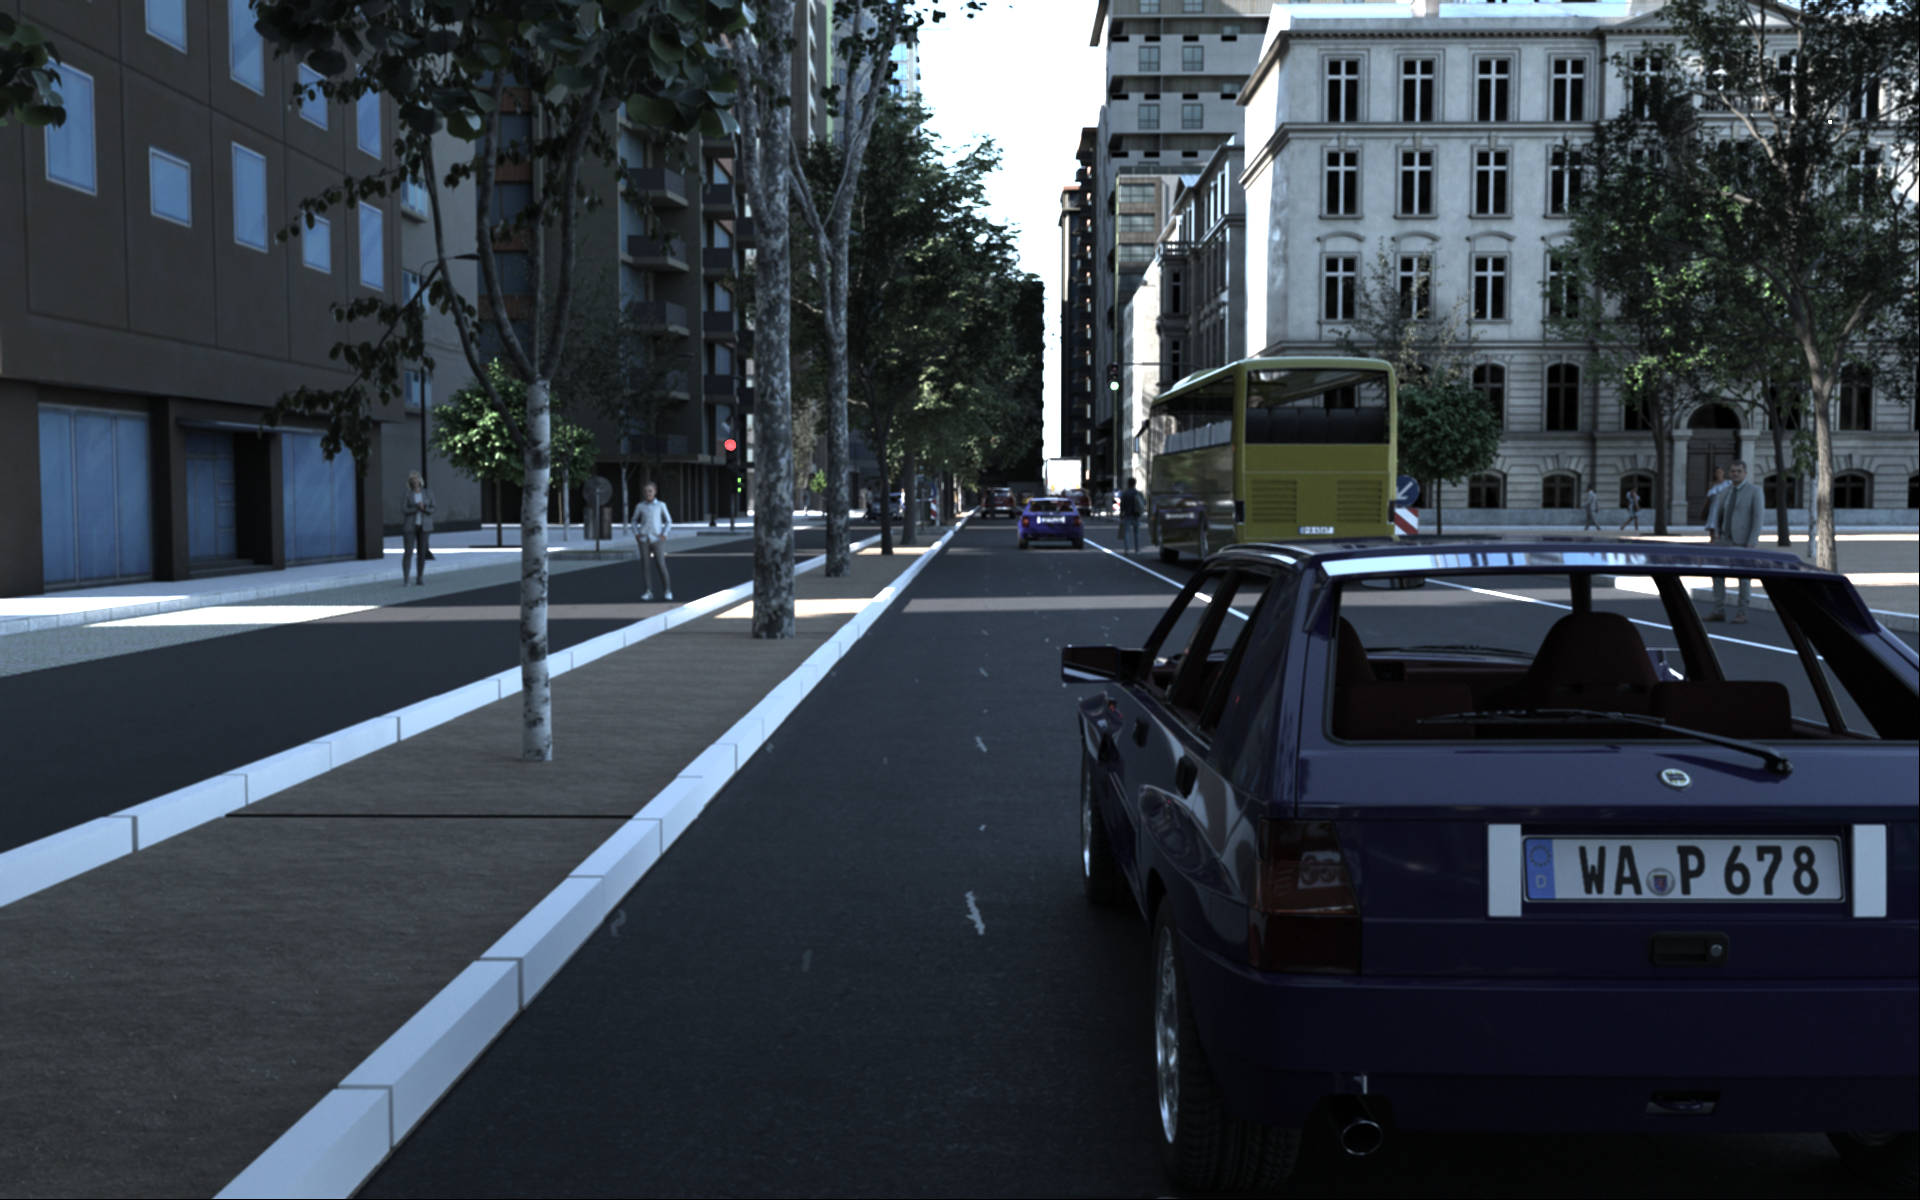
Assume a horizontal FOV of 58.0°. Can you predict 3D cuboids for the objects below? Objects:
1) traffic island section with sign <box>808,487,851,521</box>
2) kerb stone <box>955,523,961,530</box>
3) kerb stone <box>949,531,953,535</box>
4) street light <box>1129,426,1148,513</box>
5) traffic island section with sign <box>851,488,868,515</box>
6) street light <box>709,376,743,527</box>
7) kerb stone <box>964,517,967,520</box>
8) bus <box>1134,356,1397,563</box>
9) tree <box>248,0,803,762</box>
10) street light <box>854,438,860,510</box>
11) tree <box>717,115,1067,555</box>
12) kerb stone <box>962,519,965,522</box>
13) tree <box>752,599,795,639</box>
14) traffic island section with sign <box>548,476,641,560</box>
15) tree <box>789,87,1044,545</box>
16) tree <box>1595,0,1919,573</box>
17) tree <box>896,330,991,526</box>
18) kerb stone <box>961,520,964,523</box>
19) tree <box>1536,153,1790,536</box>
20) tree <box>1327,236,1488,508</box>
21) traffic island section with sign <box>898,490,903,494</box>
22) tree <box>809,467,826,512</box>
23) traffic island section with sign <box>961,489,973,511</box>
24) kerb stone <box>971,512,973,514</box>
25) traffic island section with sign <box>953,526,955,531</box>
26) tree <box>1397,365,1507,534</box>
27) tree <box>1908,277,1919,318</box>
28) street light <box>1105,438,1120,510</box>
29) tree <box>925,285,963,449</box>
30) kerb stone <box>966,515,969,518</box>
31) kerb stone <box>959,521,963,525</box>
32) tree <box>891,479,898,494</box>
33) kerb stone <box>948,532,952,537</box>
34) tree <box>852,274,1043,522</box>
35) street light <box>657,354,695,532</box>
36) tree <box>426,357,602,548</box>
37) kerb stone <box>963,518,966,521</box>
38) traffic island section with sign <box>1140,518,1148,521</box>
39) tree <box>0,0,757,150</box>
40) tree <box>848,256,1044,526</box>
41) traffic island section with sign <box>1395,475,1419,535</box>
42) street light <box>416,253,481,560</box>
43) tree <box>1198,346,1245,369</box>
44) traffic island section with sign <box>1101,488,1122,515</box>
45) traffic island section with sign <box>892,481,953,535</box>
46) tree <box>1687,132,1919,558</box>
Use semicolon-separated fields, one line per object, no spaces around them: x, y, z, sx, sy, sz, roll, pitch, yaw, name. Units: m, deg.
-7.067;-5.164;93.067;1.989;1.847;2.006;0;4;1;traffic island section with sign
-0.139;-2.942;70.403;0.120;0.150;1.000;0;4;1;kerb stone
-0.392;-2.036;55.490;0.120;0.150;1.000;0;4;1;kerb stone
12.276;-8.958;119.003;1.470;5.913;1.316;0;4;1;street light
-6.601;-6.813;120.018;1.989;1.847;2.006;0;4;1;traffic island section with sign
-9.254;-5.865;68.434;1.470;5.913;1.316;0;4;1;street light
0.138;-3.889;85.781;0.120;0.150;1.000;0;4;1;kerb stone
5.413;-2.522;32.775;2.896;3.916;12.252;0;4;-1;bus
-2.279;-3.452;9.253;4.360;8.622;3.978;0;3;0;tree
-7.932;-10.273;140.498;1.470;5.913;1.316;0;4;1;street light
-1.677;-6.346;40.632;8.767;10.594;7.601;0;4;1;tree
0.025;-3.513;79.628;0.120;0.150;1.000;0;4;1;kerb stone
-3.051;-9.733;17.485;12.611;20.169;13.585;0;3;0;tree
-8.032;-1.801;38.079;1.989;1.847;2.006;0;4;1;traffic island section with sign
-1.528;-7.842;48.795;7.486;12.596;7.792;0;3;0;tree
12.488;-5.513;24.552;8.767;10.594;7.601;2;4;28;tree
-0.869;-7.115;69.157;4.737;8.622;4.395;0;3;0;tree
-0.009;-3.387;77.573;0.120;0.150;1.000;0;4;1;kerb stone
21.478;-7.794;53.188;9.928;11.665;9.643;0;3;0;tree
12.846;-6.098;50.057;4.360;8.622;3.978;0;3;0;tree
-5.722;-9.883;170.211;1.989;1.847;2.006;0;4;1;traffic island section with sign
-10.026;-7.894;123.676;1.663;3.219;1.824;0;3;0;tree
0.097;-8.257;143.141;2.006;1.907;1.989;0;4;1;traffic island section with sign
0.574;-5.394;110.383;0.120;0.150;1.000;0;4;1;kerb stone
-1.206;-3.662;68.013;2.006;1.907;1.989;0;4;1;traffic island section with sign
12.256;-3.700;44.213;4.285;4.588;4.351;0;3;0;tree
32.133;-8.087;49.226;9.611;12.733;9.660;0;3;0;tree
12.660;-10.431;143.087;1.470;5.913;1.316;0;4;1;street light
-1.475;-6.245;54.927;4.360;8.622;3.978;0;3;0;tree
0.277;-4.390;93.973;0.120;0.150;1.000;0;4;1;kerb stone
-0.057;-3.199;74.505;0.120;0.150;1.000;0;4;1;kerb stone
-7.896;-12.253;194.937;1.663;3.219;1.824;0;3;0;tree
-0.405;-1.974;54.465;0.120;0.150;1.000;0;4;1;kerb stone
-0.780;-10.824;89.803;12.009;13.543;11.850;0;3;0;tree
-9.475;-5.193;57.455;1.470;5.913;1.316;0;4;1;street light
-10.972;-3.533;41.478;4.285;4.588;4.351;0;3;0;tree
0.083;-3.701;82.711;0.120;0.150;1.000;0;4;1;kerb stone
10.245;-5.145;92.756;1.989;1.847;2.006;0;4;1;traffic island section with sign
-2.523;-5.675;1.899;9.857;13.997;8.962;0;3;0;tree
-0.973;-9.679;77.717;9.611;12.733;9.660;0;3;0;tree
9.268;-1.756;37.336;1.989;1.847;2.006;0;4;1;traffic island section with sign
-9.879;-3.734;33.591;1.470;5.913;1.316;0;4;1;street light
13.306;-8.268;85.549;4.360;8.622;3.978;0;3;0;tree
10.719;-6.794;119.707;1.989;1.847;2.006;0;4;1;traffic island section with sign
-1.345;-3.209;60.607;2.006;1.907;1.989;0;4;1;traffic island section with sign
17.006;-5.168;34.857;4.737;8.622;4.395;0;3;0;tree
